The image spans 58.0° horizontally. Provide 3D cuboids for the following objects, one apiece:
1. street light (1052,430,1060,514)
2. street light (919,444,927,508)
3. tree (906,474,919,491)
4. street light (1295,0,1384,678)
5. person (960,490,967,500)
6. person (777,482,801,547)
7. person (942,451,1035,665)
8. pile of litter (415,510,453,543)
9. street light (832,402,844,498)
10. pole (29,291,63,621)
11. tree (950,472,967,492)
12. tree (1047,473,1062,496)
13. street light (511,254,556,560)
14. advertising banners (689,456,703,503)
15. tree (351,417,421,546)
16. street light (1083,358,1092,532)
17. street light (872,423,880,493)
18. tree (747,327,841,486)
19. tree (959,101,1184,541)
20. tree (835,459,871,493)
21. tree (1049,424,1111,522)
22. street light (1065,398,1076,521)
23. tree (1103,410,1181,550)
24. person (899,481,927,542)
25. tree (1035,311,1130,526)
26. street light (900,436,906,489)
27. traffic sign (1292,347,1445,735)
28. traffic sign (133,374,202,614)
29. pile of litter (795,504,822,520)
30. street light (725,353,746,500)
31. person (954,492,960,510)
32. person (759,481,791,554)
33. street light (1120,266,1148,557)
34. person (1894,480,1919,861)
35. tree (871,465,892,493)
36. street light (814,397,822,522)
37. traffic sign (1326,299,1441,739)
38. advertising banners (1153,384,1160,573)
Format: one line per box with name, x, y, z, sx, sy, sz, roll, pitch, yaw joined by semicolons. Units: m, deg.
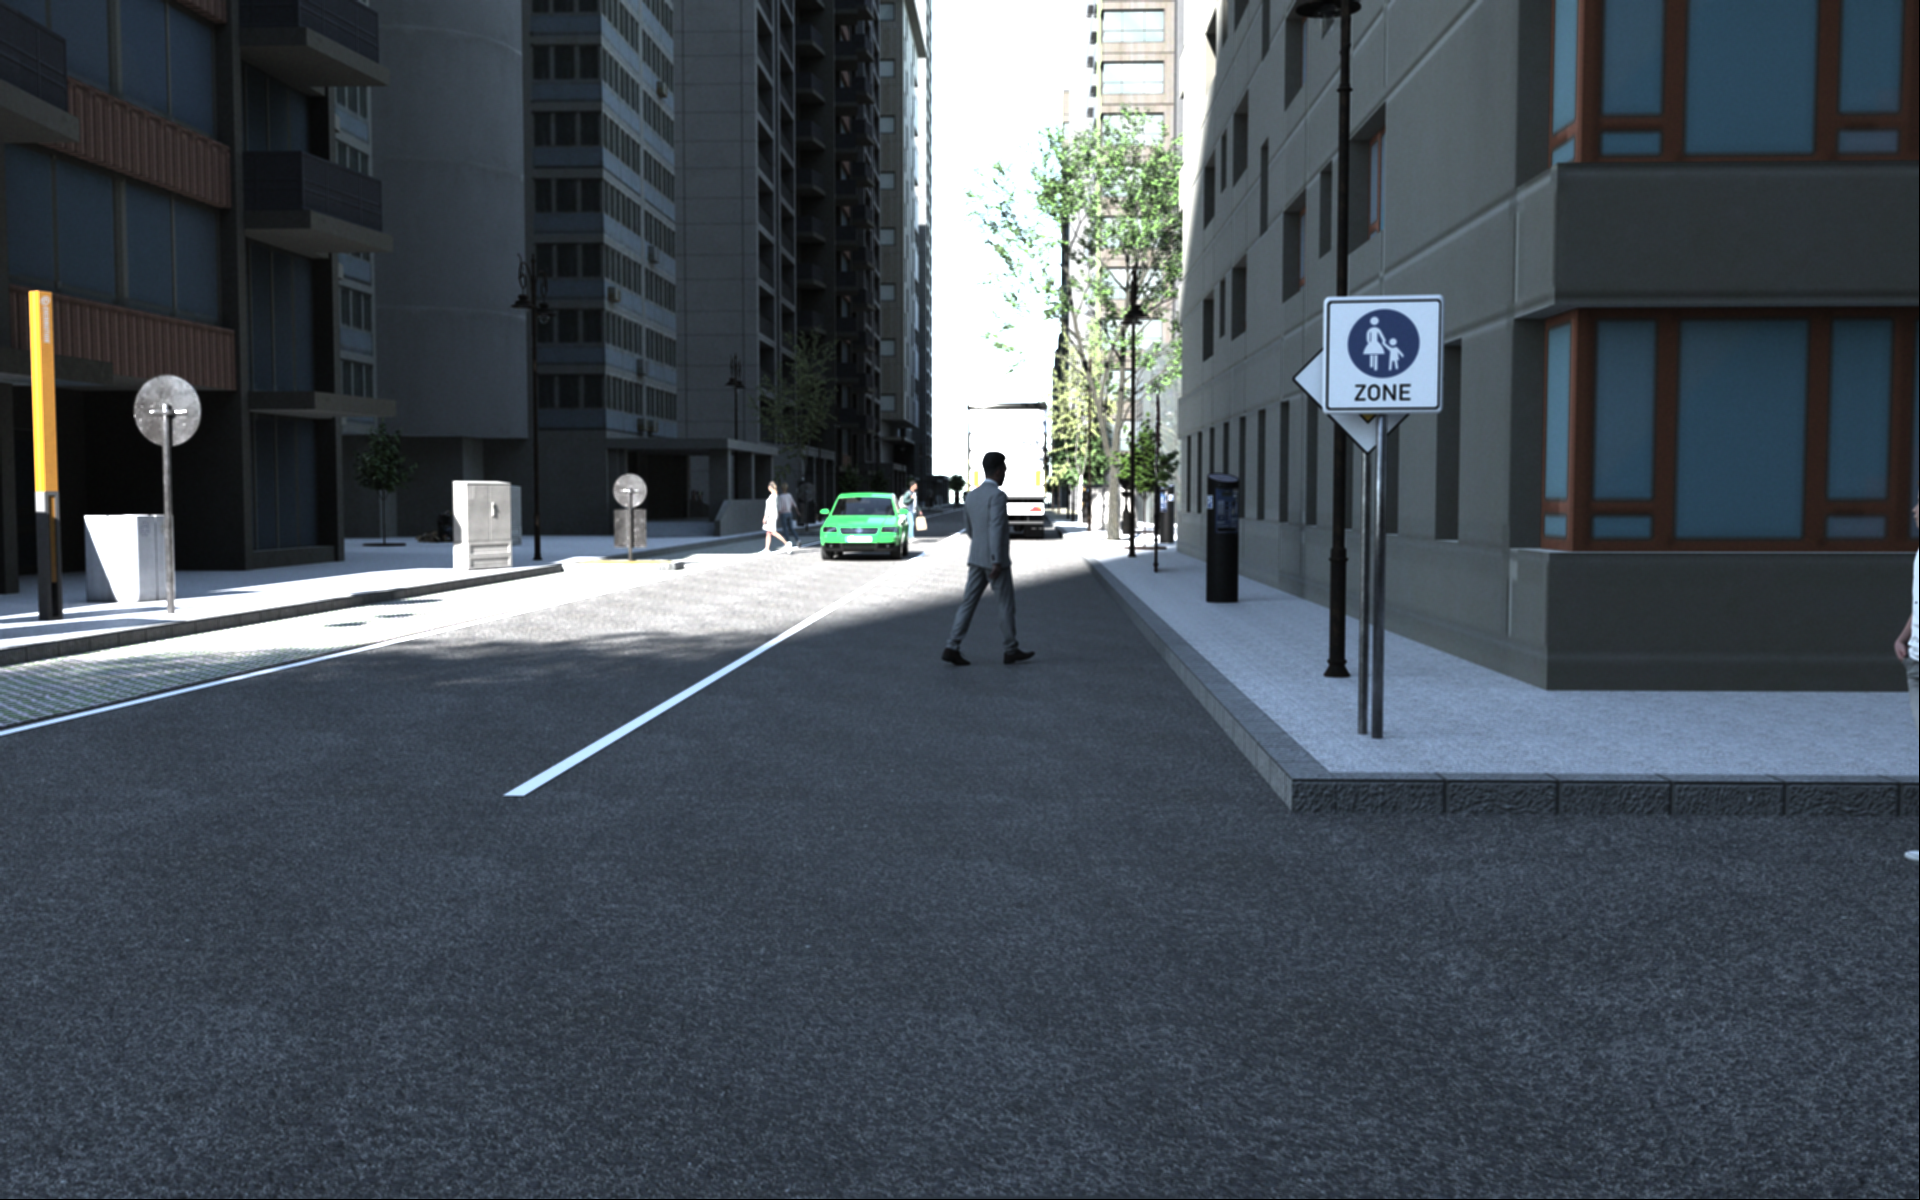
street light;6.486;-8.608;113.531;0.468;5.910;1.993;0;4;2
street light;-3.555;-11.294;157.446;0.468;5.910;1.993;0;4;2
tree;-4.513;-10.164;160.781;1.663;3.219;1.824;0;3;0
street light;2.654;-2.399;12.016;0.468;5.910;1.993;0;4;2
person;0.611;-8.094;140.858;1.348;1.821;0.705;-1;4;-10
person;-4.504;-2.275;46.362;0.598;1.740;0.731;2;4;29
person;0.226;-0.353;14.552;0.850;1.792;0.678;-2;4;-35
pile of litter;-14.034;-1.982;46.375;1.176;0.858;1.719;0;4;5
street light;-6.162;-7.004;87.299;0.468;5.910;1.993;0;4;2
pole;-9.252;-1.449;17.529;0.158;3.312;0.155;0;3;0
tree;-0.436;-15.968;244.792;4.285;4.588;4.351;0;3;0
tree;8.293;-9.828;155.288;1.663;3.219;1.824;0;3;0
street light;-8.211;-3.713;33.495;0.468;5.910;1.993;0;4;2
advertising banners;-11.713;-4.900;76.310;0.090;3.025;2.074;1;4;11
tree;-14.208;-2.963;43.039;1.663;3.219;1.824;0;3;0
street light;4.394;-5.254;58.693;0.468;5.910;1.993;0;4;2
street light;-5.308;-8.441;110.799;0.468;5.910;1.993;0;4;2
tree;-7.000;-7.655;75.518;4.737;8.622;4.395;0;3;0
tree;4.103;-7.445;47.478;9.928;11.665;9.643;0;3;0
tree;-6.127;-6.152;95.187;1.663;3.219;1.824;0;3;0
tree;5.563;-5.861;79.536;4.285;4.588;4.351;0;3;0
street light;5.416;-6.735;82.906;0.468;5.910;1.993;0;4;2
tree;4.421;-2.792;40.253;1.663;3.219;1.824;0;3;0
person;-1.388;-2.620;51.321;0.794;1.824;0.713;-3;5;-41
tree;4.909;-7.346;70.463;4.737;8.622;4.395;0;3;0
street light;-4.418;-9.859;133.982;0.468;5.910;1.993;0;4;2
traffic sign;2.150;-0.340;9.195;0.795;2.450;0.064;0;4;2
traffic sign;-8.451;-1.123;18.471;0.768;2.556;0.104;0;4;6
pile of litter;-7.240;-4.305;84.345;1.719;0.858;1.176;2;4;26
street light;-7.357;-5.149;56.966;0.468;5.910;1.993;0;4;2
person;-0.313;-9.069;158.250;0.593;1.643;0.415;-2;4;-31
person;-4.404;-1.950;41.137;0.760;1.731;0.466;-1;4;-23
street light;3.515;-3.817;35.201;0.468;5.910;1.993;0;4;2
person;3.821;0.273;6.641;0.523;1.515;0.503;-2;4;-34
tree;-5.234;-7.275;113.540;1.663;3.219;1.824;0;3;0
street light;-6.496;-6.567;80.151;0.468;5.910;1.993;0;4;2
traffic sign;2.192;-0.422;9.033;0.606;2.300;0.079;1;4;10
advertising banners;3.248;-1.984;28.618;0.090;3.025;2.074;0;4;6
